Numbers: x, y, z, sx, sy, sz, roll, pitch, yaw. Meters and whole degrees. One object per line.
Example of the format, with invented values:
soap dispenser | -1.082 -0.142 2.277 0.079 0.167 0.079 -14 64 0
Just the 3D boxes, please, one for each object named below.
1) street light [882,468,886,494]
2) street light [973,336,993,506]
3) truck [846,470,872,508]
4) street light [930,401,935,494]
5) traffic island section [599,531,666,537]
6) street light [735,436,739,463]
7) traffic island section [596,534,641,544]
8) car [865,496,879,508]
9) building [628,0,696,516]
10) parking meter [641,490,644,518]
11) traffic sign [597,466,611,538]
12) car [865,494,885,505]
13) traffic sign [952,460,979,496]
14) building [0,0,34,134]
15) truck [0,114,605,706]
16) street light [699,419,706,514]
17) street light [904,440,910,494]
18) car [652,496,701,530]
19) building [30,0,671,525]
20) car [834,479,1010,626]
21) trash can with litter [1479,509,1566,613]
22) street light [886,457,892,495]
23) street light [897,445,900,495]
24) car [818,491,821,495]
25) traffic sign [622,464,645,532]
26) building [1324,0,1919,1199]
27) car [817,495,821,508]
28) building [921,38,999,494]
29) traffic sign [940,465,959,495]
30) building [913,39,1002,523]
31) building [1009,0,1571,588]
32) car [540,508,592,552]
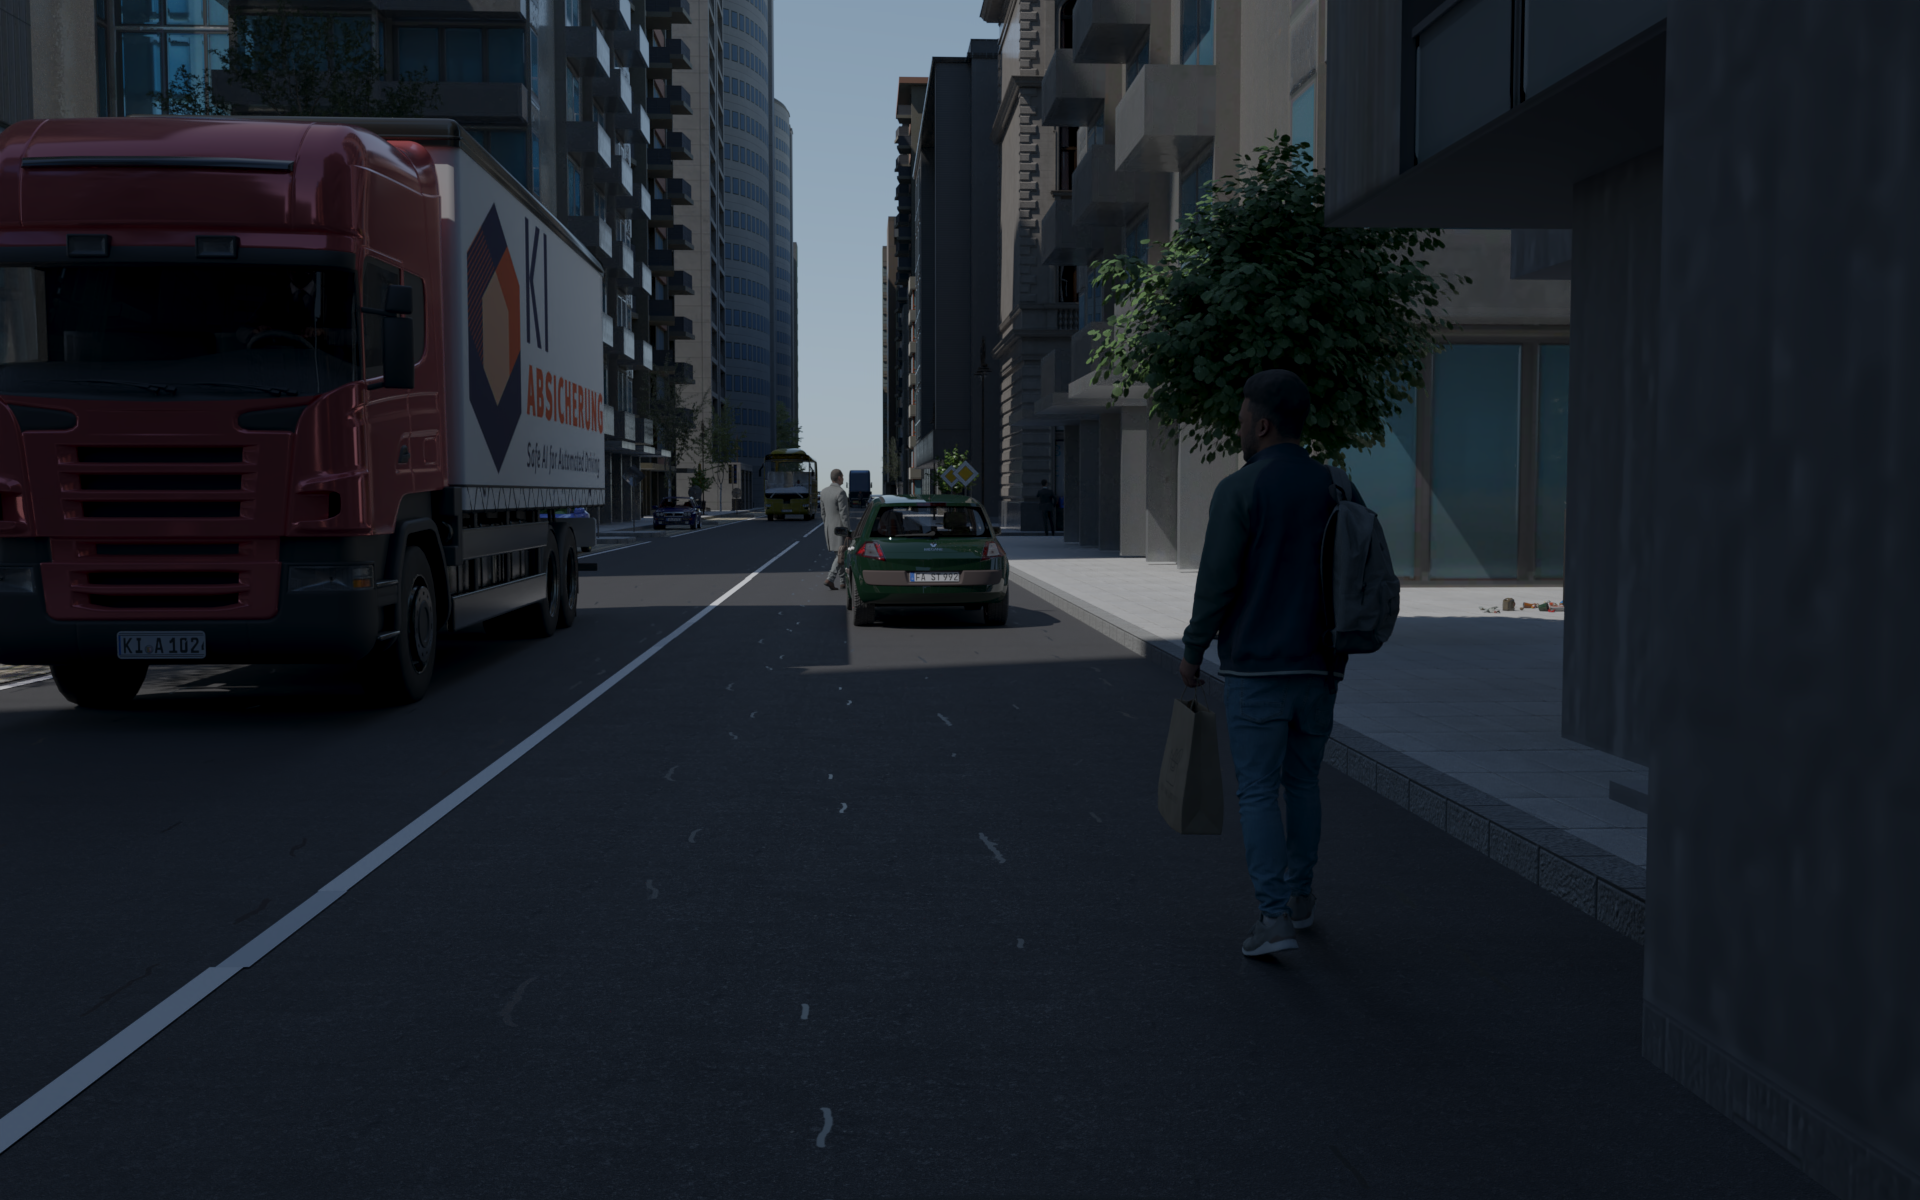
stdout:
street light | -10.371 -16.572 243.732 0.468 5.910 1.993 0 4 -3
street light | 0.671 -4.764 50.685 0.468 5.910 1.993 0 4 -3
truck | -10.700 -12.101 187.609 2.967 4.110 18.799 0 4 -5
street light | -1.276 -6.908 85.728 0.468 5.910 1.993 0 4 -3
traffic island section | -11.042 -2.219 58.569 2.009 0.180 2.903 0 4 -3
street light | -17.390 -9.942 135.343 0.468 5.910 1.993 0 4 -3
traffic island section | -10.589 -1.732 50.597 2.009 0.180 2.903 0 4 -3
car | -5.164 -6.078 111.958 1.945 1.354 3.894 0 4 -1
building | -28.585 -27.777 108.778 22.147 44.769 28.867 0 4 -3
parking meter | -17.103 -5.148 92.575 0.372 1.533 0.369 0 3 0
traffic sign | -10.566 -2.868 50.537 0.795 2.450 0.064 0 4 -3
car | -5.795 -6.819 123.500 2.014 1.417 4.499 0 4 -3
traffic sign | 0.163 -2.904 51.125 0.795 2.450 0.064 0 4 -3
building | -37.571 -27.112 32.527 27.495 52.752 28.713 0 4 -3
truck | -5.103 -1.607 15.183 2.839 4.237 11.283 0 4 -4
street light | -15.850 -8.200 106.854 0.468 5.910 1.993 0 4 -3
street light | -4.089 -9.845 133.761 0.468 5.910 1.993 0 4 -3
car | -11.472 -3.533 70.337 1.945 1.354 3.894 0 4 -4
building | -25.014 -27.620 71.198 23.786 49.044 30.456 0 4 -3
car | -0.455 -0.640 20.252 2.009 1.686 4.222 0 4 -5
trash can with litter | 6.580 -0.506 19.325 2.233 1.210 1.678 -2 4 -26
street light | -8.409 -14.514 210.097 0.468 5.910 1.993 0 4 -3
street light | -5.720 -11.553 161.676 0.468 5.910 1.993 0 4 -3
car | -16.295 -12.118 206.794 2.281 1.827 5.304 0 4 -4
traffic sign | -11.019 -3.356 58.509 0.795 2.450 0.064 0 4 -3
building | 8.649 -19.672 5.236 14.154 41.232 14.086 0 4 -3
car | -12.761 -8.570 152.694 1.945 1.354 3.894 0 4 -4
building | 3.166 -20.920 119.529 11.434 29.767 29.804 0 4 -3
traffic sign | -0.291 -3.392 59.097 0.795 2.450 0.064 0 4 -3
building | 5.133 -16.563 89.872 14.314 24.678 30.058 0 4 -3
building | 13.591 -25.439 35.541 23.786 49.044 30.456 0 4 -3
car | -9.845 -1.936 41.247 1.945 1.707 3.694 0 4 -3
